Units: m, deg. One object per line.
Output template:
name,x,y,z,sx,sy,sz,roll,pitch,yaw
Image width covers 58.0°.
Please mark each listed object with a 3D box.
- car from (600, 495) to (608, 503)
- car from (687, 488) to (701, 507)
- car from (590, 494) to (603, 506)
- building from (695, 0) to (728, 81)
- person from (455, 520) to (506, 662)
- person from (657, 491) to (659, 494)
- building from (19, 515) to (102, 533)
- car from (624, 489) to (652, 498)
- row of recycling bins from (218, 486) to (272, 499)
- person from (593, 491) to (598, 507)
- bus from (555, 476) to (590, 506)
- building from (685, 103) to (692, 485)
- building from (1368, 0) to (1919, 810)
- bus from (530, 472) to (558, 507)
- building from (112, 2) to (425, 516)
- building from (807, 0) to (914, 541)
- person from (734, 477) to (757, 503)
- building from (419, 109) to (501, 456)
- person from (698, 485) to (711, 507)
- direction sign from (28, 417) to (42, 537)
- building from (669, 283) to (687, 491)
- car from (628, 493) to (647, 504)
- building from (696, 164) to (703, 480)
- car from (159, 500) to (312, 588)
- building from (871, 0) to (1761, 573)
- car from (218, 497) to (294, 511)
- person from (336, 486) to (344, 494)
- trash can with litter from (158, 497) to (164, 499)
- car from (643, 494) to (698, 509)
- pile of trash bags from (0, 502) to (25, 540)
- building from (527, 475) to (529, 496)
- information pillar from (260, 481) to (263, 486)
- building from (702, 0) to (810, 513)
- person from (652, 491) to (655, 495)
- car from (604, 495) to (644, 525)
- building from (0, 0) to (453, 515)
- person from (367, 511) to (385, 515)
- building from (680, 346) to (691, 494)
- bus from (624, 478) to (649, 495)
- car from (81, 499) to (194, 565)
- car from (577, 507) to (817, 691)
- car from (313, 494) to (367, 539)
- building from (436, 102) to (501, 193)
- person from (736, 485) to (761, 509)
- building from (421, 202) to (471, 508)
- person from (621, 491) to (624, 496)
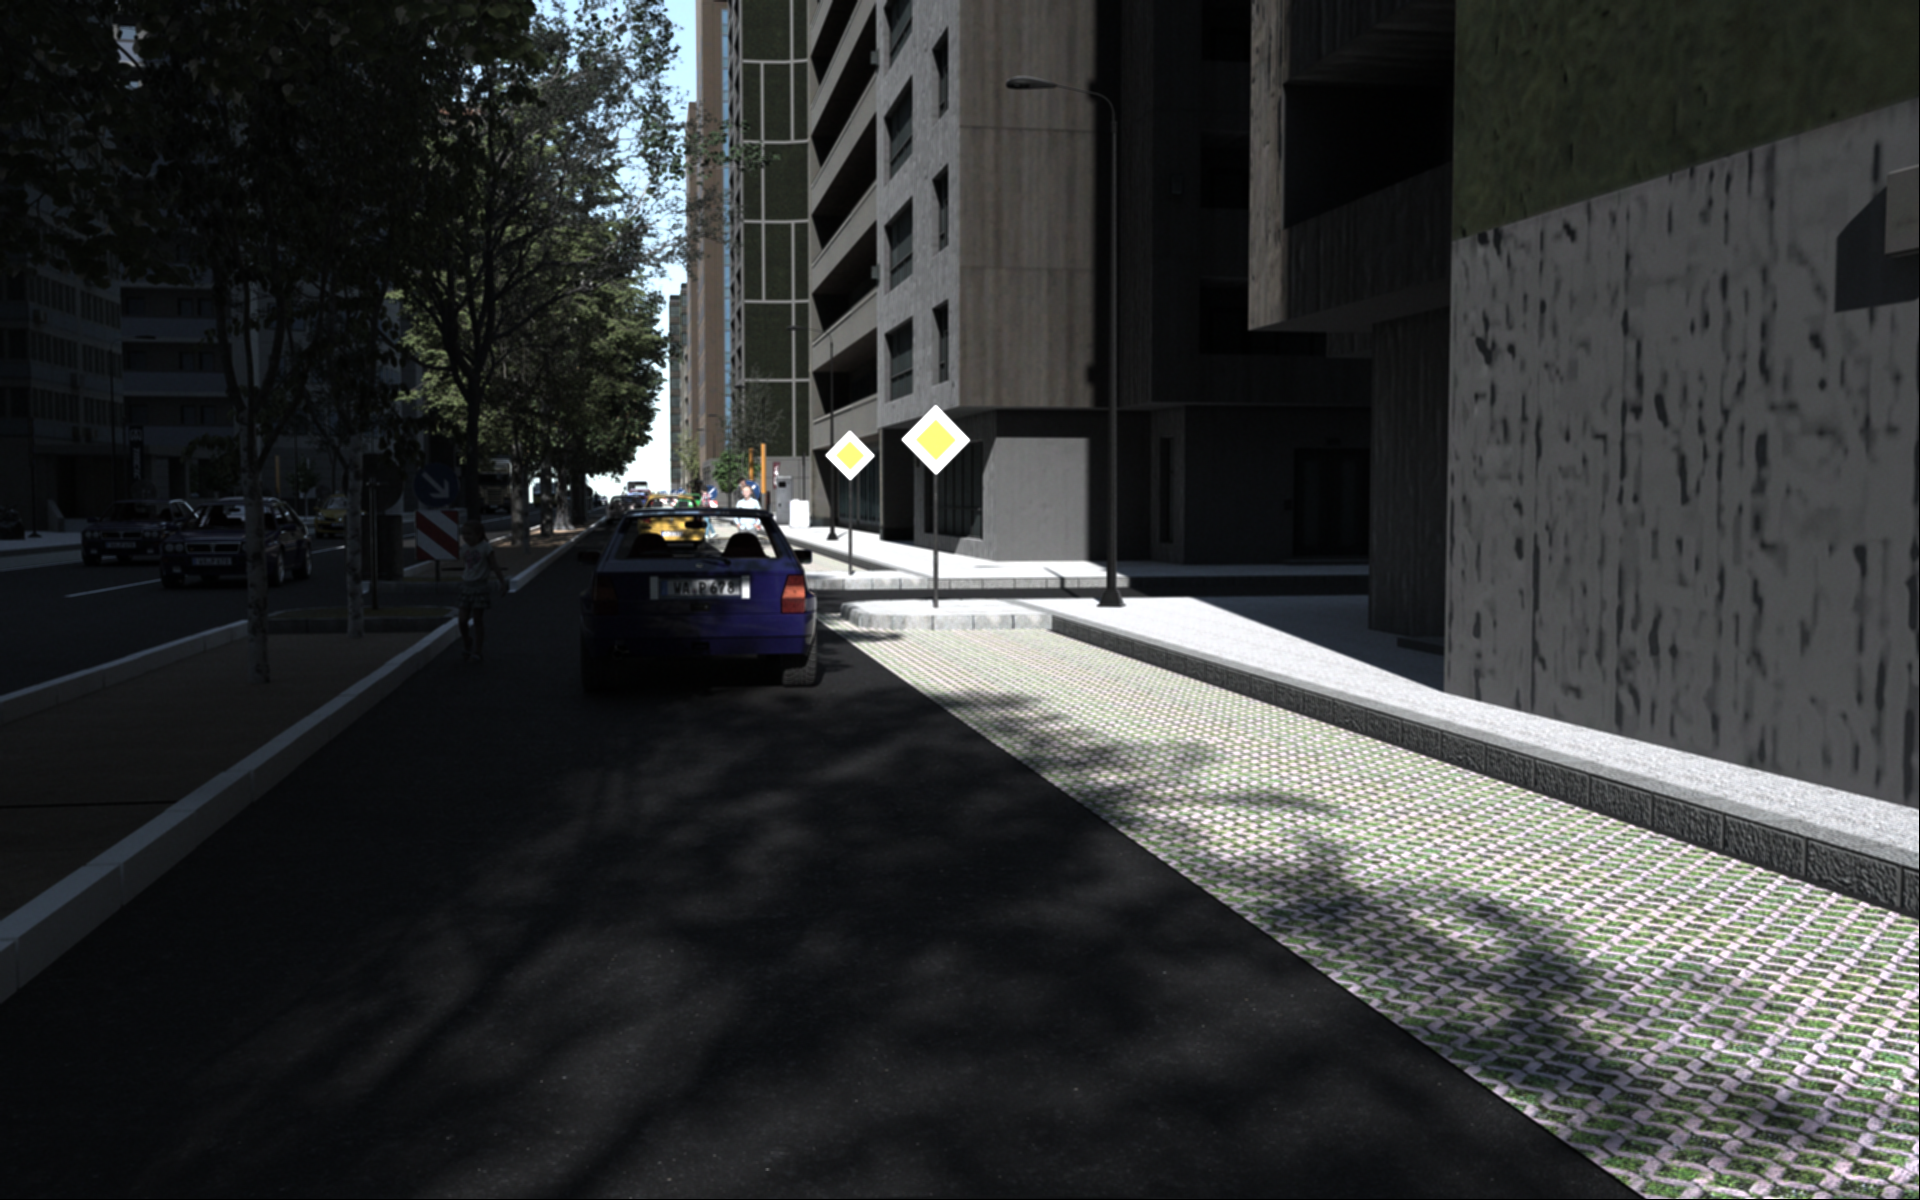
car,-50.794,-14.232,245.277,1.945,1.354,3.894,-1,4,-12
car,-17.550,-6.334,112.357,1.959,1.807,4.718,-1,4,-12
car,-44.257,-12.228,209.716,2.009,1.686,4.222,-1,4,-10
building,-14.271,-30.072,141.791,14.600,45.320,14.200,-1,4,-10
person,-4.106,-0.085,14.898,0.505,1.210,0.382,1,4,15
person,-29.900,-9.957,171.823,1.217,1.766,0.721,1,4,18
building,-45.346,-22.656,62.309,32.217,40.220,23.993,-1,4,-10
car,-23.143,-7.134,125.309,2.281,1.827,5.304,-1,4,-11
row of recycling bins,-37.866,-5.106,90.603,3.534,1.692,1.069,-1,4,-17
person,-40.700,-11.311,193.511,0.705,1.814,1.350,-3,4,-37
bus,-37.426,-10.585,167.919,2.948,3.499,13.247,-1,4,-10
building,-23.600,-33.338,195.190,14.600,45.320,14.200,-1,4,-10
building,9.644,-14.795,13.598,14.160,30.474,14.107,-1,4,-10
bus,-45.558,-12.222,191.375,2.896,3.916,12.252,-1,4,-10
building,-46.757,-34.672,108.888,21.231,58.520,28.212,-1,4,-10
building,6.468,-26.586,58.383,21.300,48.544,21.600,-1,4,-10
person,-5.237,-2.100,42.636,0.655,1.846,0.447,-2,4,-28
building,-62.741,-32.860,191.883,22.147,44.769,28.867,-1,4,-10
person,-8.283,-2.899,56.743,0.643,1.720,0.563,-1,4,-19
direction sign,-27.440,-3.624,51.254,0.379,3.537,0.876,-1,4,-20
building,-35.095,-29.348,251.541,14.160,30.474,14.107,-1,4,-10
car,-21.848,-6.563,116.889,1.945,1.707,3.694,-1,4,-11
building,-13.472,-31.143,163.816,22.147,44.769,28.867,-1,4,-10
car,-11.575,-0.931,27.799,1.945,1.354,3.894,-1,4,-11
building,5.972,-16.175,36.163,14.107,30.474,14.160,-1,4,-10
car,-18.093,-1.925,43.837,2.083,1.381,4.827,-1,4,-9
person,-28.809,-4.405,80.620,0.635,1.810,0.391,-1,4,-19
trash can with litter,-37.720,-4.355,82.589,1.055,1.170,0.624,-2,4,-34
car,-7.559,-2.140,45.218,2.015,1.641,3.980,-1,4,-11
pile of trash bags,-28.044,-2.351,48.189,3.447,1.369,1.912,-3,4,-39
building,-66.817,-28.459,237.006,14.160,30.474,14.107,-1,4,-10
information pillar,-38.475,-5.540,95.078,0.304,2.012,0.304,1,4,9
building,-8.029,-41.936,123.905,20.563,71.187,20.611,-1,4,-10
person,-40.568,-13.501,229.252,1.348,1.823,0.705,0,4,-6
car,-15.931,-4.301,82.689,2.083,1.381,4.827,-1,4,-10
building,-56.949,-27.044,134.058,32.217,40.220,23.993,-1,4,-10
person,-10.397,-1.361,30.933,0.473,1.802,0.592,0,4,2
building,-20.899,-22.829,218.293,27.650,21.520,28.899,-1,4,-10
bus,-38.045,-12.784,203.873,2.948,3.499,13.247,-1,4,-11
car,-16.996,-1.439,36.116,1.945,1.354,3.894,-1,4,-12
car,-2.136,-0.090,14.059,1.945,1.354,3.894,-1,4,-9
car,-20.194,-2.871,57.162,2.015,1.641,3.980,-1,4,-12
building,-66.723,-36.266,216.647,21.300,48.544,21.600,-1,4,-10
person,-3.929,-1.333,32.099,0.589,1.601,0.330,1,4,15
building,-51.548,-23.458,155.236,14.160,30.474,14.107,-1,4,-10
person,-32.130,-9.526,165.194,0.436,1.711,0.756,0,4,4
